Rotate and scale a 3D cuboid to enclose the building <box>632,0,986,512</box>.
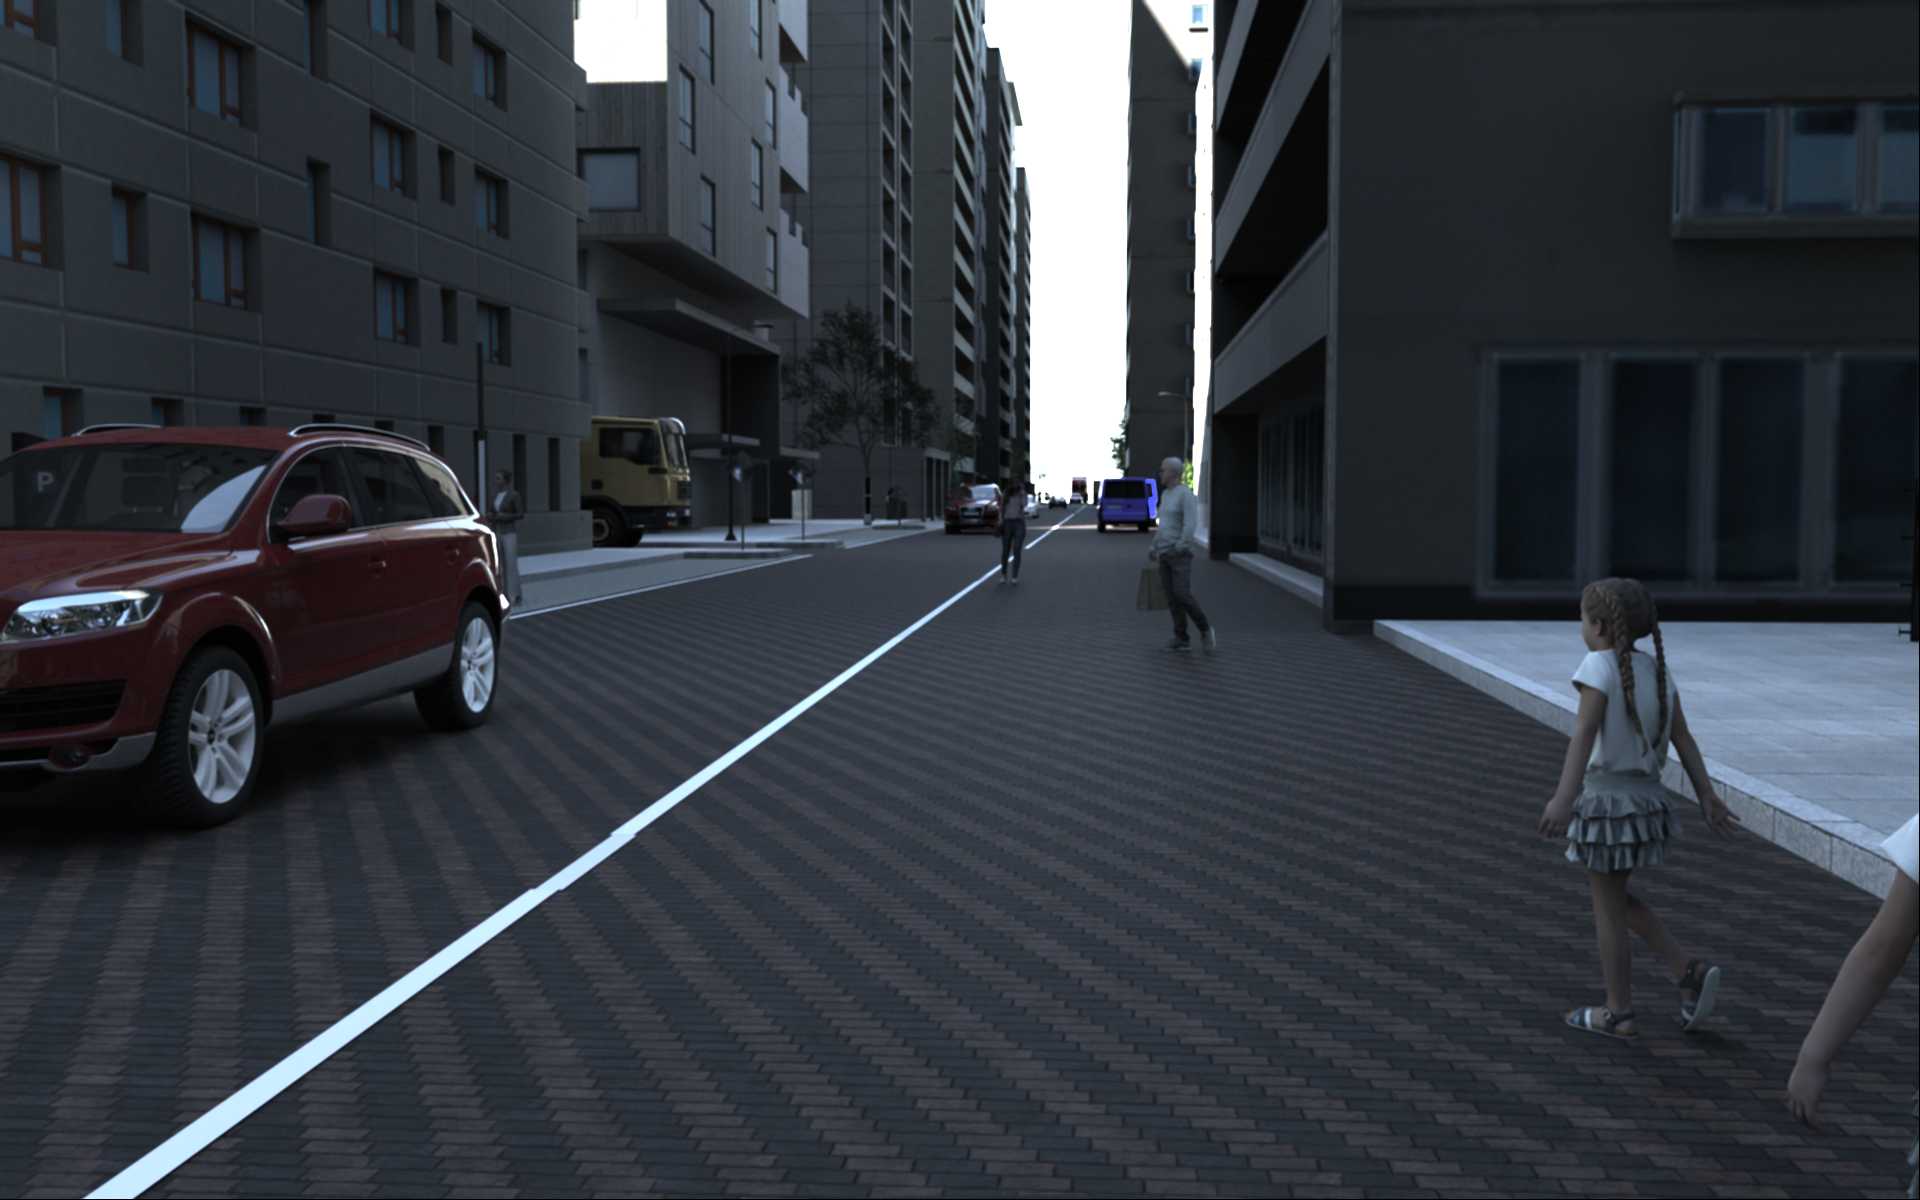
[{"bbox_3d":[-11.720,-34.779,157.868,28.713,52.752,27.495,0,4,5],"label":"building"}]

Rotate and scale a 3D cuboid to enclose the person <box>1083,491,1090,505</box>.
[{"bbox_3d":[16.474,-13.154,223.581,1.348,1.822,0.705,3,4,36],"label":"person"}]

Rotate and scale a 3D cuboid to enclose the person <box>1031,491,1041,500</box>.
[{"bbox_3d":[8.512,-11.484,196.405,1.348,1.807,0.705,-2,4,-23],"label":"person"}]

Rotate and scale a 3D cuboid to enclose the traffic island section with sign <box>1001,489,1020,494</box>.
[{"bbox_3d":[3.840,-8.439,146.598,1.989,1.847,2.006,0,4,5],"label":"traffic island section with sign"}]

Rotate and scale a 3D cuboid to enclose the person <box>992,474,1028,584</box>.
[{"bbox_3d":[0.816,-1.143,27.779,0.593,1.750,0.643,0,4,8],"label":"person"}]

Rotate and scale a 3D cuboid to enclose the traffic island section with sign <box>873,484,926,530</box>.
[{"bbox_3d":[-2.433,-3.764,70.169,1.989,1.847,2.006,0,4,5],"label":"traffic island section with sign"}]

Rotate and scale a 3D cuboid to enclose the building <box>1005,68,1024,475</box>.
[{"bbox_3d":[-6.829,-38.558,219.660,28.713,52.752,27.495,0,4,5],"label":"building"}]

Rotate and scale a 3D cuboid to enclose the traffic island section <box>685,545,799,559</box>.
[{"bbox_3d":[-4.961,-1.047,39.407,2.009,0.180,2.903,0,4,5],"label":"traffic island section"}]

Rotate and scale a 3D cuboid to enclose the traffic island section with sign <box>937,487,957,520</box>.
[{"bbox_3d":[-0.226,-5.407,97.034,1.989,1.847,2.006,0,4,5],"label":"traffic island section with sign"}]

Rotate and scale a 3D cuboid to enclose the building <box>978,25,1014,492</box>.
[{"bbox_3d":[-5.867,-34.153,182.108,21.300,48.544,21.600,0,4,5],"label":"building"}]

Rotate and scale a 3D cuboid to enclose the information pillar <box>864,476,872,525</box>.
[{"bbox_3d":[-3.804,-4.086,71.305,0.304,2.012,0.304,-1,4,-9],"label":"information pillar"}]

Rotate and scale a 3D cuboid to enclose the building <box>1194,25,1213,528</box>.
[{"bbox_3d":[23.453,-13.154,60.107,28.899,21.520,27.650,0,4,5],"label":"building"}]

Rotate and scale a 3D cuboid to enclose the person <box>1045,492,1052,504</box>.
[{"bbox_3d":[13.056,-14.915,253.176,1.217,1.723,0.721,1,4,23],"label":"person"}]

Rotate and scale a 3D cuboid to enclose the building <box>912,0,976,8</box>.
[{"bbox_3d":[-10.195,-31.167,133.288,21.300,48.544,21.600,0,4,5],"label":"building"}]

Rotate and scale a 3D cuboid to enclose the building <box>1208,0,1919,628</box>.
[{"bbox_3d":[15.278,-24.590,25.747,21.300,48.544,21.600,0,4,5],"label":"building"}]

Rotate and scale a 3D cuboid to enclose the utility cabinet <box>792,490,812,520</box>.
[{"bbox_3d":[-7.876,-4.745,86.266,1.173,1.500,0.318,3,5,43],"label":"utility cabinet"}]

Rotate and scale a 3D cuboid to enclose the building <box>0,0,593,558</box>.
[{"bbox_3d":[-24.048,-11.126,26.958,28.899,21.520,27.650,0,4,5],"label":"building"}]

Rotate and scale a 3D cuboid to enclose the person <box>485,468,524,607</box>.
[{"bbox_3d":[-5.822,-0.794,22.024,0.519,1.759,0.362,2,4,25],"label":"person"}]

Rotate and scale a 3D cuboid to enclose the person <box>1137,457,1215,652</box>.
[{"bbox_3d":[1.980,-0.424,15.924,0.515,1.767,0.782,-1,4,-22],"label":"person"}]

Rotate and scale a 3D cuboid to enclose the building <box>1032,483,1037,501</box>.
[{"bbox_3d":[-4.473,-35.197,267.349,32.217,40.220,23.993,0,4,5],"label":"building"}]

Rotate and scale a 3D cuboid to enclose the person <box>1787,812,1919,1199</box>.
[{"bbox_3d":[1.362,0.689,2.256,0.505,1.210,0.382,1,4,22],"label":"person"}]

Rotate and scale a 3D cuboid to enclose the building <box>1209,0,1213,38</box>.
[{"bbox_3d":[19.338,-26.501,83.399,14.600,45.320,14.200,0,4,5],"label":"building"}]

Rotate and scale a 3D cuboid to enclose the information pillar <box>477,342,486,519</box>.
[{"bbox_3d":[-7.444,-2.178,26.960,0.183,3.616,0.504,-1,4,-14],"label":"information pillar"}]

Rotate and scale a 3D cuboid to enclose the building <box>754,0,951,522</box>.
[{"bbox_3d":[-11.120,-40.292,97.026,20.563,71.187,20.611,0,4,5],"label":"building"}]

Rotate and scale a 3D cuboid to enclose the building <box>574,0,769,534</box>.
[{"bbox_3d":[-20.599,-28.932,62.272,28.713,52.752,27.495,0,4,5],"label":"building"}]

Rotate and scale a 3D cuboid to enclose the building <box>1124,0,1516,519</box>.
[{"bbox_3d":[21.317,-29.687,109.077,21.300,48.544,21.600,0,4,5],"label":"building"}]

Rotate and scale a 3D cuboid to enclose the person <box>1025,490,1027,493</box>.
[{"bbox_3d":[6.710,-10.268,176.343,1.348,1.831,0.705,-3,4,-38],"label":"person"}]

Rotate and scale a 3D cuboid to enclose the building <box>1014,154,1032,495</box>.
[{"bbox_3d":[-1.022,-37.932,243.897,21.300,48.544,21.600,0,4,5],"label":"building"}]

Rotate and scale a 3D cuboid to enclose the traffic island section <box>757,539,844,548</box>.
[{"bbox_3d":[-4.307,-1.534,47.365,2.009,0.180,2.903,0,4,5],"label":"traffic island section"}]

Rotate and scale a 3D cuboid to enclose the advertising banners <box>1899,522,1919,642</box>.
[{"bbox_3d":[9.123,-1.124,14.564,2.074,3.025,0.090,2,4,26],"label":"advertising banners"}]

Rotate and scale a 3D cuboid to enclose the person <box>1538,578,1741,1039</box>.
[{"bbox_3d":[1.744,0.550,4.515,0.505,1.210,0.382,-3,4,-36],"label":"person"}]
